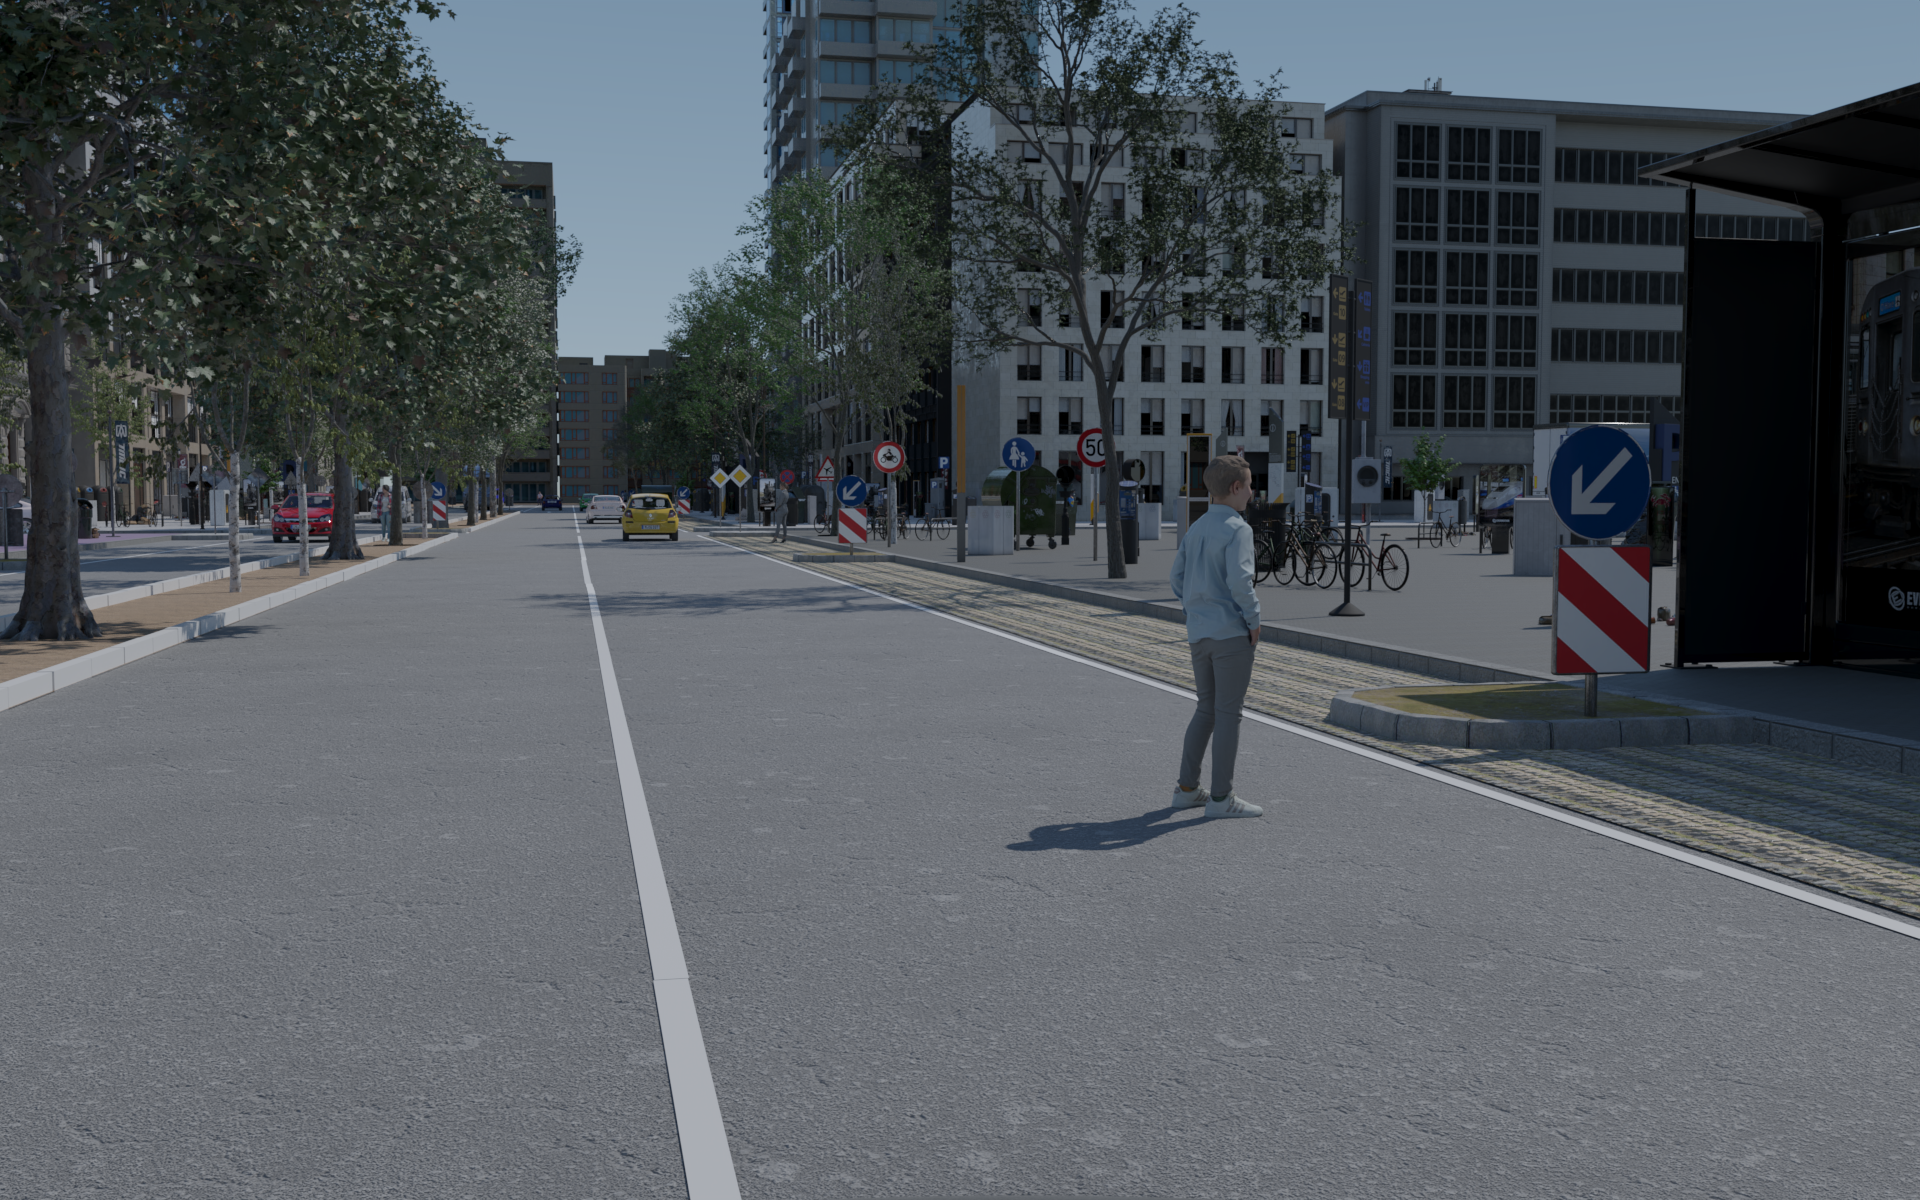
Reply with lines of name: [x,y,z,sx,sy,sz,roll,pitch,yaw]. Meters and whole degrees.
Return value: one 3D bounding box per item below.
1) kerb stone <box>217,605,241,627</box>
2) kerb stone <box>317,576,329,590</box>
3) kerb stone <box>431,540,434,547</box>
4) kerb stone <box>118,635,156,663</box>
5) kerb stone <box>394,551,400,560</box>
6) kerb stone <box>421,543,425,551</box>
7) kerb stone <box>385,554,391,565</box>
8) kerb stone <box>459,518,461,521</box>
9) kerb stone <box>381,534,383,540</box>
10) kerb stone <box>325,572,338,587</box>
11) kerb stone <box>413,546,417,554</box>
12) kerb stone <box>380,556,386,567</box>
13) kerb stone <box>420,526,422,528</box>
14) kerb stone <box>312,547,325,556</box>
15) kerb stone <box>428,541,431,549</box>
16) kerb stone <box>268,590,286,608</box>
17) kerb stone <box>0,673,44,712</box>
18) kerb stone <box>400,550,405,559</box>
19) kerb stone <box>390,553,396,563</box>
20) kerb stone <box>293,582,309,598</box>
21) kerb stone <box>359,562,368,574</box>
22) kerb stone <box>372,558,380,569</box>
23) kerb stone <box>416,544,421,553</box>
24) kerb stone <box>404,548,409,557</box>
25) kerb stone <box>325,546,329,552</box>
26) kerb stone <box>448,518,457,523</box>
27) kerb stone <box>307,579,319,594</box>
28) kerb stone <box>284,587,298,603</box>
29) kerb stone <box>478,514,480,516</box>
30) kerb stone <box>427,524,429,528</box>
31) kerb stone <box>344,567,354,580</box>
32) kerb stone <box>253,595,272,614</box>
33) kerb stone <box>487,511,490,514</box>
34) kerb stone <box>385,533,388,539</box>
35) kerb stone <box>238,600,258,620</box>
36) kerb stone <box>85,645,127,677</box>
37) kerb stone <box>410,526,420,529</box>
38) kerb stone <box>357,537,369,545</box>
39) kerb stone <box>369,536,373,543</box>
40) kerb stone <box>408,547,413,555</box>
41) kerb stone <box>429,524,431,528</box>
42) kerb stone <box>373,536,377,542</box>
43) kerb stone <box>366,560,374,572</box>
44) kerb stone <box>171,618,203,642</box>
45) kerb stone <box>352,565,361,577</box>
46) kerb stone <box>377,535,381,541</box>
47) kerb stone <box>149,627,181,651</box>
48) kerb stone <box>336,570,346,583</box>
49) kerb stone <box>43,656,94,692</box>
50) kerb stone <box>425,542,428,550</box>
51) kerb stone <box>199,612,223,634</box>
kerb stone: [-8.073,0.195,19.009,0.120,0.150,1.000,-1,4,-13]
kerb stone: [-9.648,-0.227,26.000,0.120,0.150,1.000,-1,4,-13]
kerb stone: [-14.150,-1.457,46.022,0.120,0.150,1.000,-1,4,-13]
kerb stone: [-7.176,0.441,15.008,0.120,0.150,1.000,-1,4,-13]
kerb stone: [-12.125,-0.905,37.014,0.120,0.150,1.000,-1,4,-13]
kerb stone: [-13.466,-1.269,43.013,0.120,0.150,1.000,-1,4,-13]
kerb stone: [-11.666,-0.784,35.013,0.120,0.150,1.000,-1,4,-13]
kerb stone: [-26.213,-4.154,90.112,0.120,0.150,1.000,-1,4,-13]
kerb stone: [-17.988,-1.916,53.539,0.120,0.150,1.000,-1,4,-13]
kerb stone: [-9.872,-0.294,27.009,0.120,0.150,1.000,-1,4,-13]
kerb stone: [-13.017,-1.150,41.013,0.120,0.150,1.000,-1,4,-13]
kerb stone: [-11.444,-0.722,34.015,0.120,0.150,1.000,-1,4,-13]
kerb stone: [-21.259,-2.805,68.073,0.120,0.150,1.000,-1,4,-13]
kerb stone: [-15.063,-1.121,40.541,0.120,0.150,1.000,-1,4,-13]
kerb stone: [-13.919,-1.396,45.014,0.120,0.150,1.000,-1,4,-13]
kerb stone: [-8.746,0.011,22.012,0.120,0.150,1.000,-1,4,-13]
kerb stone: [-6.505,0.626,12.009,0.120,0.150,1.000,-1,4,-13]
kerb stone: [-12.354,-0.967,38.009,0.120,0.150,1.000,-1,4,-13]
kerb stone: [-11.902,-0.844,36.007,0.120,0.150,1.000,-1,4,-13]
kerb stone: [-9.194,-0.107,24.007,0.120,0.150,1.000,-1,4,-13]
kerb stone: [-10.774,-0.539,31.003,0.120,0.150,1.000,-1,4,-13]
kerb stone: [-11.224,-0.661,33.013,0.120,0.150,1.000,-1,4,-13]
kerb stone: [-13.242,-1.212,42.015,0.120,0.150,1.000,-1,4,-13]
kerb stone: [-12.572,-1.024,39.016,0.120,0.150,1.000,-1,4,-13]
kerb stone: [-15.286,-1.183,41.538,0.120,0.150,1.000,-1,4,-13]
kerb stone: [-25.533,-3.970,87.108,0.120,0.150,1.000,-1,4,-13]
kerb stone: [-9.425,-0.172,25.002,0.120,0.150,1.000,-1,4,-13]
kerb stone: [-8.971,-0.040,23.010,0.120,0.150,1.000,-1,4,-13]
kerb stone: [-32.061,-5.742,116.115,0.120,0.150,1.000,-1,4,-13]
kerb stone: [-21.707,-2.929,70.082,0.120,0.150,1.000,-1,4,-13]
kerb stone: [-10.316,-0.417,29.007,0.120,0.150,1.000,-1,4,-13]
kerb stone: [-8.523,0.073,21.006,0.120,0.150,1.000,-1,4,-13]
kerb stone: [-34.982,-6.540,129.122,0.120,0.150,1.000,-1,4,-13]
kerb stone: [-18.216,-1.978,54.536,0.120,0.150,1.000,-1,4,-13]
kerb stone: [-8.294,0.134,20.007,0.120,0.150,1.000,-1,4,-13]
kerb stone: [-6.950,0.502,14.004,0.120,0.150,1.000,-1,4,-13]
kerb stone: [-20.812,-2.684,66.078,0.120,0.150,1.000,-1,4,-13]
kerb stone: [-17.094,-1.672,49.530,0.120,0.150,1.000,-1,4,-13]
kerb stone: [-17.316,-1.734,50.538,0.120,0.150,1.000,-1,4,-13]
kerb stone: [-12.797,-1.090,40.013,0.120,0.150,1.000,-1,4,-13]
kerb stone: [-21.930,-2.987,71.086,0.120,0.150,1.000,-1,4,-13]
kerb stone: [-17.537,-1.795,51.536,0.120,0.150,1.000,-1,4,-13]
kerb stone: [-10.993,-0.595,32.003,0.120,0.150,1.000,-1,4,-13]
kerb stone: [-7.632,0.317,17.010,0.120,0.150,1.000,-1,4,-13]
kerb stone: [-10.543,-0.476,30.007,0.120,0.150,1.000,-1,4,-13]
kerb stone: [-17.762,-1.856,52.543,0.120,0.150,1.000,-1,4,-13]
kerb stone: [-7.404,0.384,16.007,0.120,0.150,1.000,-1,4,-13]
kerb stone: [-10.102,-0.354,28.005,0.120,0.150,1.000,-1,4,-13]
kerb stone: [-6.722,0.562,13.007,0.120,0.150,1.000,-1,4,-13]
kerb stone: [-13.688,-1.327,44.010,0.120,0.150,1.000,-1,4,-13]
kerb stone: [-7.852,0.256,18.012,0.120,0.150,1.000,-1,4,-13]
